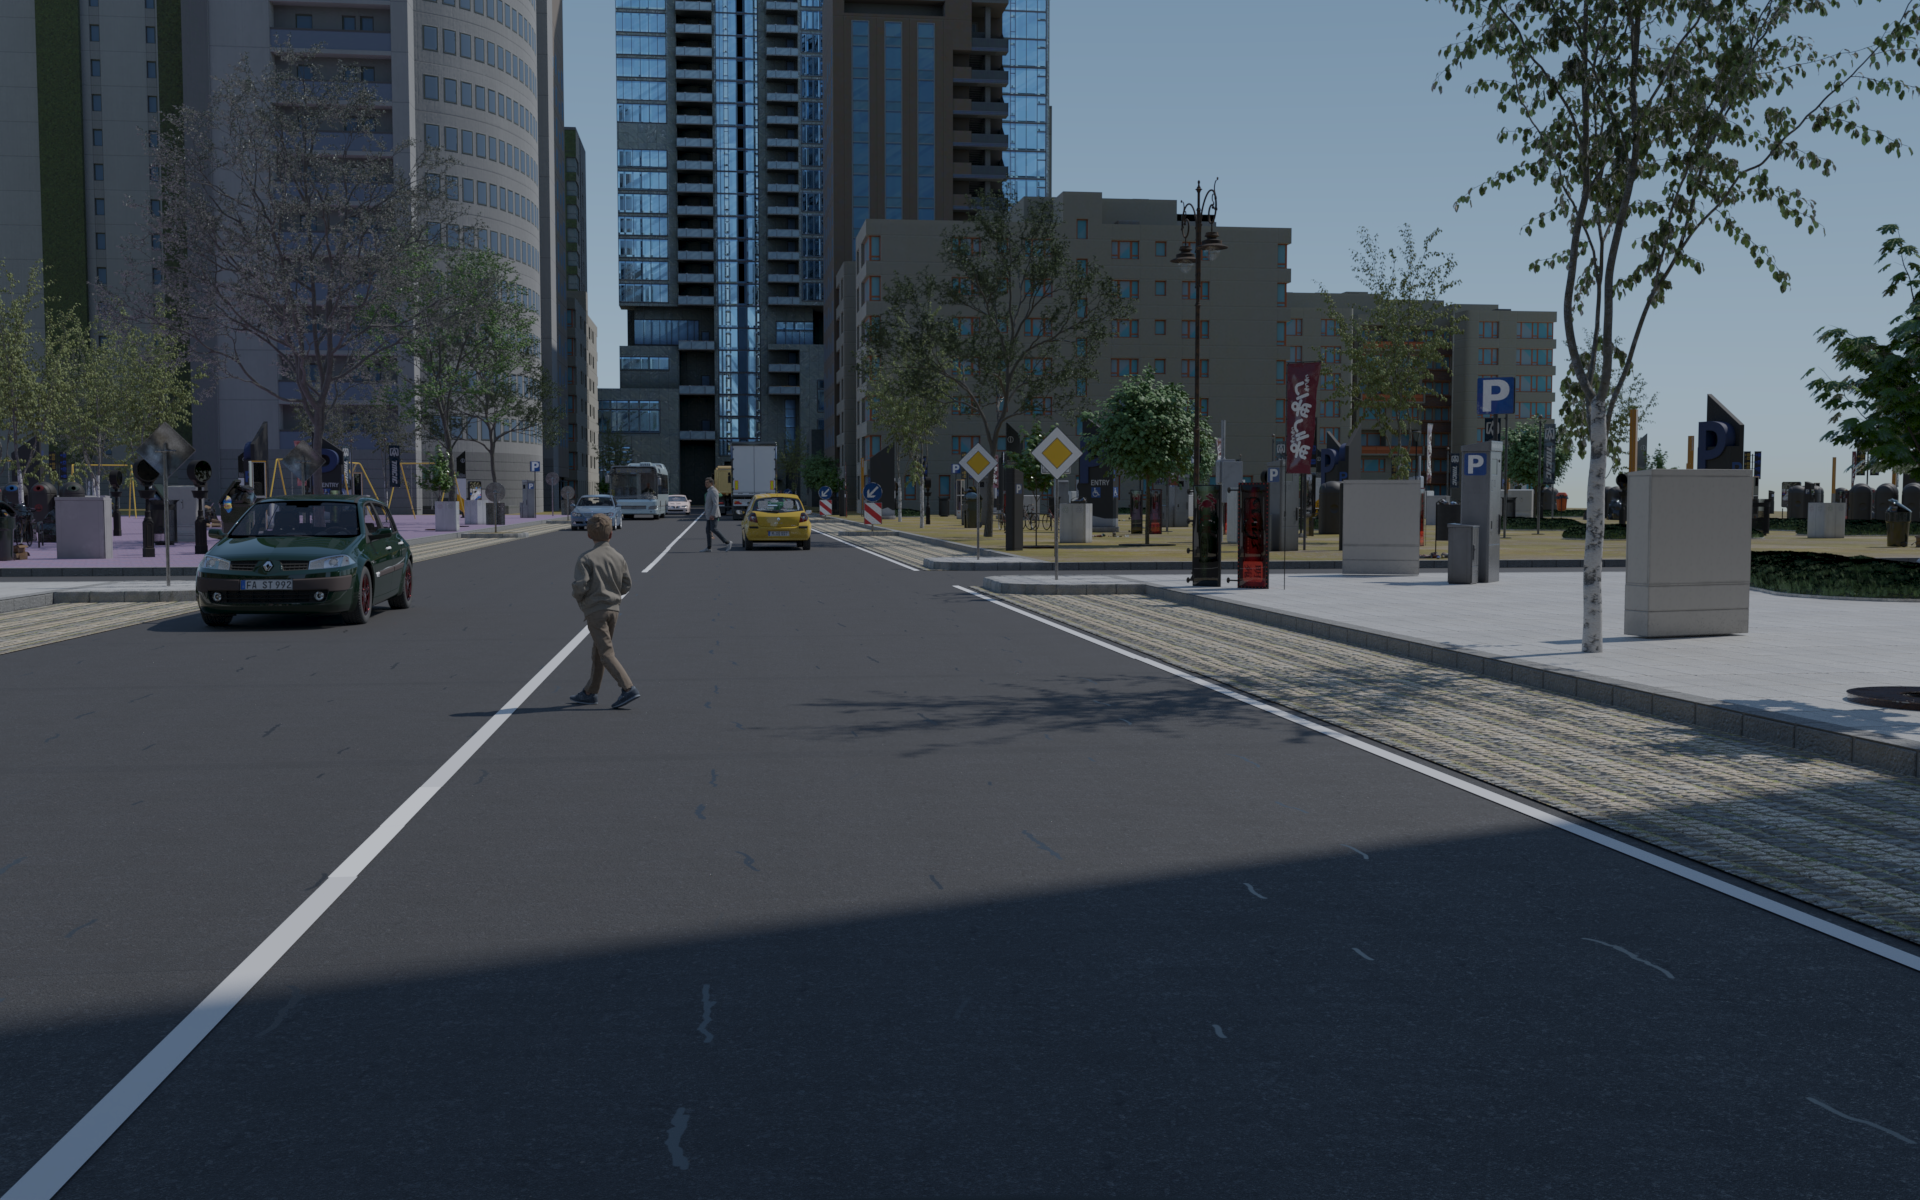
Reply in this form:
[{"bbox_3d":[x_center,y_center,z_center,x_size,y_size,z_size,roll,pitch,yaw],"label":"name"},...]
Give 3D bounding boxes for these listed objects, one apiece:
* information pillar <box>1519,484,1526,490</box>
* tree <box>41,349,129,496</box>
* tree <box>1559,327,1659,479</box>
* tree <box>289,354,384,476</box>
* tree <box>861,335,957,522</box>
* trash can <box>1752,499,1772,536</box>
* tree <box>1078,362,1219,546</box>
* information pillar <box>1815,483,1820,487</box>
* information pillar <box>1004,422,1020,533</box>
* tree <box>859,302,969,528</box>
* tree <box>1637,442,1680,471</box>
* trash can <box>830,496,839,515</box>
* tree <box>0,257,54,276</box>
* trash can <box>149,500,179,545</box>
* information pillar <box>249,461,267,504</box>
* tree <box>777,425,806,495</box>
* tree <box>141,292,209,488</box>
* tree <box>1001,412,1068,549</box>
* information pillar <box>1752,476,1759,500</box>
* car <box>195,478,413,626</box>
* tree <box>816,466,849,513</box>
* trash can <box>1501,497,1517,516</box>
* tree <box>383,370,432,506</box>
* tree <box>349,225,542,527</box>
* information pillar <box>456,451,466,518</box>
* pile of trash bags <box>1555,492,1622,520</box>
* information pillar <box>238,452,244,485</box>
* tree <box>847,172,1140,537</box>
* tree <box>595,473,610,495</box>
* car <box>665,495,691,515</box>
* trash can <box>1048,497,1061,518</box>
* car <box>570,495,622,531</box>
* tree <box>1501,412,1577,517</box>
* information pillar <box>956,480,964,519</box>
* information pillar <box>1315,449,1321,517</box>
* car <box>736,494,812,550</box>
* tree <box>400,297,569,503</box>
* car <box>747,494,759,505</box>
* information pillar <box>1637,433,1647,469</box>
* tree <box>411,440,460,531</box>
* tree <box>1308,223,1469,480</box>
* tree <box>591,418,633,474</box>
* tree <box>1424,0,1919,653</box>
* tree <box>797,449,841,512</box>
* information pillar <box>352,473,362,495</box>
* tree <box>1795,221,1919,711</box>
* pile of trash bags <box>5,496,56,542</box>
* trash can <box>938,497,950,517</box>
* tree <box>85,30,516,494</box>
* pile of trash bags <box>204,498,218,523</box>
[{"bbox_3d":[35.725,-7.254,109.956,0.504,3.616,0.183,1,4,16],"label":"information pillar"},{"bbox_3d":[-43.548,-8.339,86.705,4.360,8.622,3.978,0,3,0],"label":"tree"},{"bbox_3d":[28.212,-7.682,75.962,4.737,8.622,4.395,0,3,0],"label":"tree"},{"bbox_3d":[-33.215,-8.568,90.449,4.360,8.622,3.978,0,3,0],"label":"tree"},{"bbox_3d":[-2.559,-7.903,79.570,4.360,8.622,3.978,0,3,0],"label":"tree"},{"bbox_3d":[24.636,-2.554,53.407,0.748,1.137,0.748,0,3,0],"label":"trash can"},{"bbox_3d":[4.724,-3.626,43.005,4.285,4.588,4.351,0,3,0],"label":"tree"},{"bbox_3d":[54.959,-6.522,111.128,0.304,2.012,0.304,1,4,9],"label":"information pillar"},{"bbox_3d":[1.713,-3.989,56.575,0.504,3.616,0.183,-1,4,-20],"label":"information pillar"},{"bbox_3d":[-1.677,-7.026,65.246,4.737,8.622,4.395,0,3,0],"label":"tree"},{"bbox_3d":[26.163,-4.296,64.843,1.663,3.219,1.824,0,3,0],"label":"tree"},{"bbox_3d":[-7.624,-5.774,106.052,0.748,1.137,0.748,0,3,0],"label":"trash can"},{"bbox_3d":[-28.840,-6.306,53.471,4.737,8.622,4.395,0,3,0],"label":"tree"},{"bbox_3d":[-19.977,-1.946,43.463,0.748,1.137,0.748,0,3,0],"label":"trash can"},{"bbox_3d":[-15.617,-2.083,38.545,0.304,2.012,0.304,-2,4,-34],"label":"information pillar"},{"bbox_3d":[-17.777,-14.340,184.828,4.737,8.622,4.395,0,3,0],"label":"tree"},{"bbox_3d":[-29.179,-6.840,62.192,4.737,8.622,4.395,0,3,0],"label":"tree"},{"bbox_3d":[1.766,-2.848,41.168,1.663,3.219,1.824,0,3,0],"label":"tree"},{"bbox_3d":[32.988,-4.132,72.048,0.304,2.012,0.304,-1,4,-17],"label":"information pillar"},{"bbox_3d":[-7.552,-0.637,20.197,2.009,1.686,4.222,0,4,-8],"label":"car"},{"bbox_3d":[-8.537,-7.472,116.774,1.663,3.219,1.824,0,3,0],"label":"tree"},{"bbox_3d":[25.214,-4.154,79.570,0.748,1.137,0.748,0,3,0],"label":"trash can"},{"bbox_3d":[-32.309,-9.027,97.953,4.360,8.622,3.978,0,3,0],"label":"tree"},{"bbox_3d":[-19.911,-8.651,67.194,9.928,11.665,9.643,0,3,0],"label":"tree"},{"bbox_3d":[-26.596,-6.182,92.429,0.504,3.616,0.183,-2,4,-25],"label":"information pillar"},{"bbox_3d":[31.366,-4.664,86.006,3.447,1.369,1.912,1,4,23],"label":"pile of trash bags"},{"bbox_3d":[-36.908,-5.987,89.242,0.504,3.616,0.183,-2,4,-24],"label":"information pillar"},{"bbox_3d":[0.843,-7.142,51.183,8.767,10.594,7.601,0,4,-4],"label":"tree"},{"bbox_3d":[-32.004,-9.838,155.452,1.663,3.219,1.824,0,3,0],"label":"tree"},{"bbox_3d":[-19.791,-6.636,120.866,2.083,1.381,4.827,0,4,-8],"label":"car"},{"bbox_3d":[5.002,-4.896,91.704,0.748,1.137,0.748,0,3,0],"label":"trash can"},{"bbox_3d":[-14.567,-3.517,69.507,2.014,1.417,4.499,0,4,-7],"label":"car"},{"bbox_3d":[23.152,-5.268,69.840,4.285,4.588,4.351,0,3,0],"label":"tree"},{"bbox_3d":[0.020,-5.140,88.529,0.304,2.012,0.304,2,4,32],"label":"information pillar"},{"bbox_3d":[18.224,-5.886,87.588,0.504,3.616,0.183,1,4,20],"label":"information pillar"},{"bbox_3d":[-4.871,-2.165,45.618,2.015,1.641,3.980,-1,4,-9],"label":"car"},{"bbox_3d":[-20.580,-8.634,75.573,7.601,10.594,8.767,0,4,-4],"label":"tree"},{"bbox_3d":[-8.802,-4.184,80.201,2.131,1.459,4.920,0,4,-7],"label":"car"},{"bbox_3d":[26.255,-4.617,66.842,0.504,3.616,0.183,0,4,0],"label":"information pillar"},{"bbox_3d":[-18.342,-4.080,61.306,1.663,3.219,1.824,0,3,0],"label":"tree"},{"bbox_3d":[11.602,-5.870,46.339,4.737,8.622,4.395,0,3,0],"label":"tree"},{"bbox_3d":[-32.832,-13.084,164.287,4.737,8.622,4.395,0,3,0],"label":"tree"},{"bbox_3d":[5.373,-3.882,13.841,4.360,8.622,3.978,0,3,0],"label":"tree"},{"bbox_3d":[-10.247,-8.721,126.303,4.285,4.588,4.351,0,3,0],"label":"tree"},{"bbox_3d":[-20.702,-3.365,59.517,0.304,2.012,0.304,-2,4,-24],"label":"information pillar"},{"bbox_3d":[6.024,-0.982,10.654,1.663,3.219,1.824,0,3,0],"label":"tree"},{"bbox_3d":[-25.427,-2.251,46.558,3.447,1.369,1.912,0,4,-1],"label":"pile of trash bags"},{"bbox_3d":[-0.894,-5.261,97.667,0.748,1.137,0.748,0,3,0],"label":"trash can"},{"bbox_3d":[-17.175,-8.297,46.020,12.009,13.543,11.850,0,3,0],"label":"tree"},{"bbox_3d":[-35.066,-4.165,77.845,3.447,1.369,1.912,1,4,18],"label":"pile of trash bags"}]
